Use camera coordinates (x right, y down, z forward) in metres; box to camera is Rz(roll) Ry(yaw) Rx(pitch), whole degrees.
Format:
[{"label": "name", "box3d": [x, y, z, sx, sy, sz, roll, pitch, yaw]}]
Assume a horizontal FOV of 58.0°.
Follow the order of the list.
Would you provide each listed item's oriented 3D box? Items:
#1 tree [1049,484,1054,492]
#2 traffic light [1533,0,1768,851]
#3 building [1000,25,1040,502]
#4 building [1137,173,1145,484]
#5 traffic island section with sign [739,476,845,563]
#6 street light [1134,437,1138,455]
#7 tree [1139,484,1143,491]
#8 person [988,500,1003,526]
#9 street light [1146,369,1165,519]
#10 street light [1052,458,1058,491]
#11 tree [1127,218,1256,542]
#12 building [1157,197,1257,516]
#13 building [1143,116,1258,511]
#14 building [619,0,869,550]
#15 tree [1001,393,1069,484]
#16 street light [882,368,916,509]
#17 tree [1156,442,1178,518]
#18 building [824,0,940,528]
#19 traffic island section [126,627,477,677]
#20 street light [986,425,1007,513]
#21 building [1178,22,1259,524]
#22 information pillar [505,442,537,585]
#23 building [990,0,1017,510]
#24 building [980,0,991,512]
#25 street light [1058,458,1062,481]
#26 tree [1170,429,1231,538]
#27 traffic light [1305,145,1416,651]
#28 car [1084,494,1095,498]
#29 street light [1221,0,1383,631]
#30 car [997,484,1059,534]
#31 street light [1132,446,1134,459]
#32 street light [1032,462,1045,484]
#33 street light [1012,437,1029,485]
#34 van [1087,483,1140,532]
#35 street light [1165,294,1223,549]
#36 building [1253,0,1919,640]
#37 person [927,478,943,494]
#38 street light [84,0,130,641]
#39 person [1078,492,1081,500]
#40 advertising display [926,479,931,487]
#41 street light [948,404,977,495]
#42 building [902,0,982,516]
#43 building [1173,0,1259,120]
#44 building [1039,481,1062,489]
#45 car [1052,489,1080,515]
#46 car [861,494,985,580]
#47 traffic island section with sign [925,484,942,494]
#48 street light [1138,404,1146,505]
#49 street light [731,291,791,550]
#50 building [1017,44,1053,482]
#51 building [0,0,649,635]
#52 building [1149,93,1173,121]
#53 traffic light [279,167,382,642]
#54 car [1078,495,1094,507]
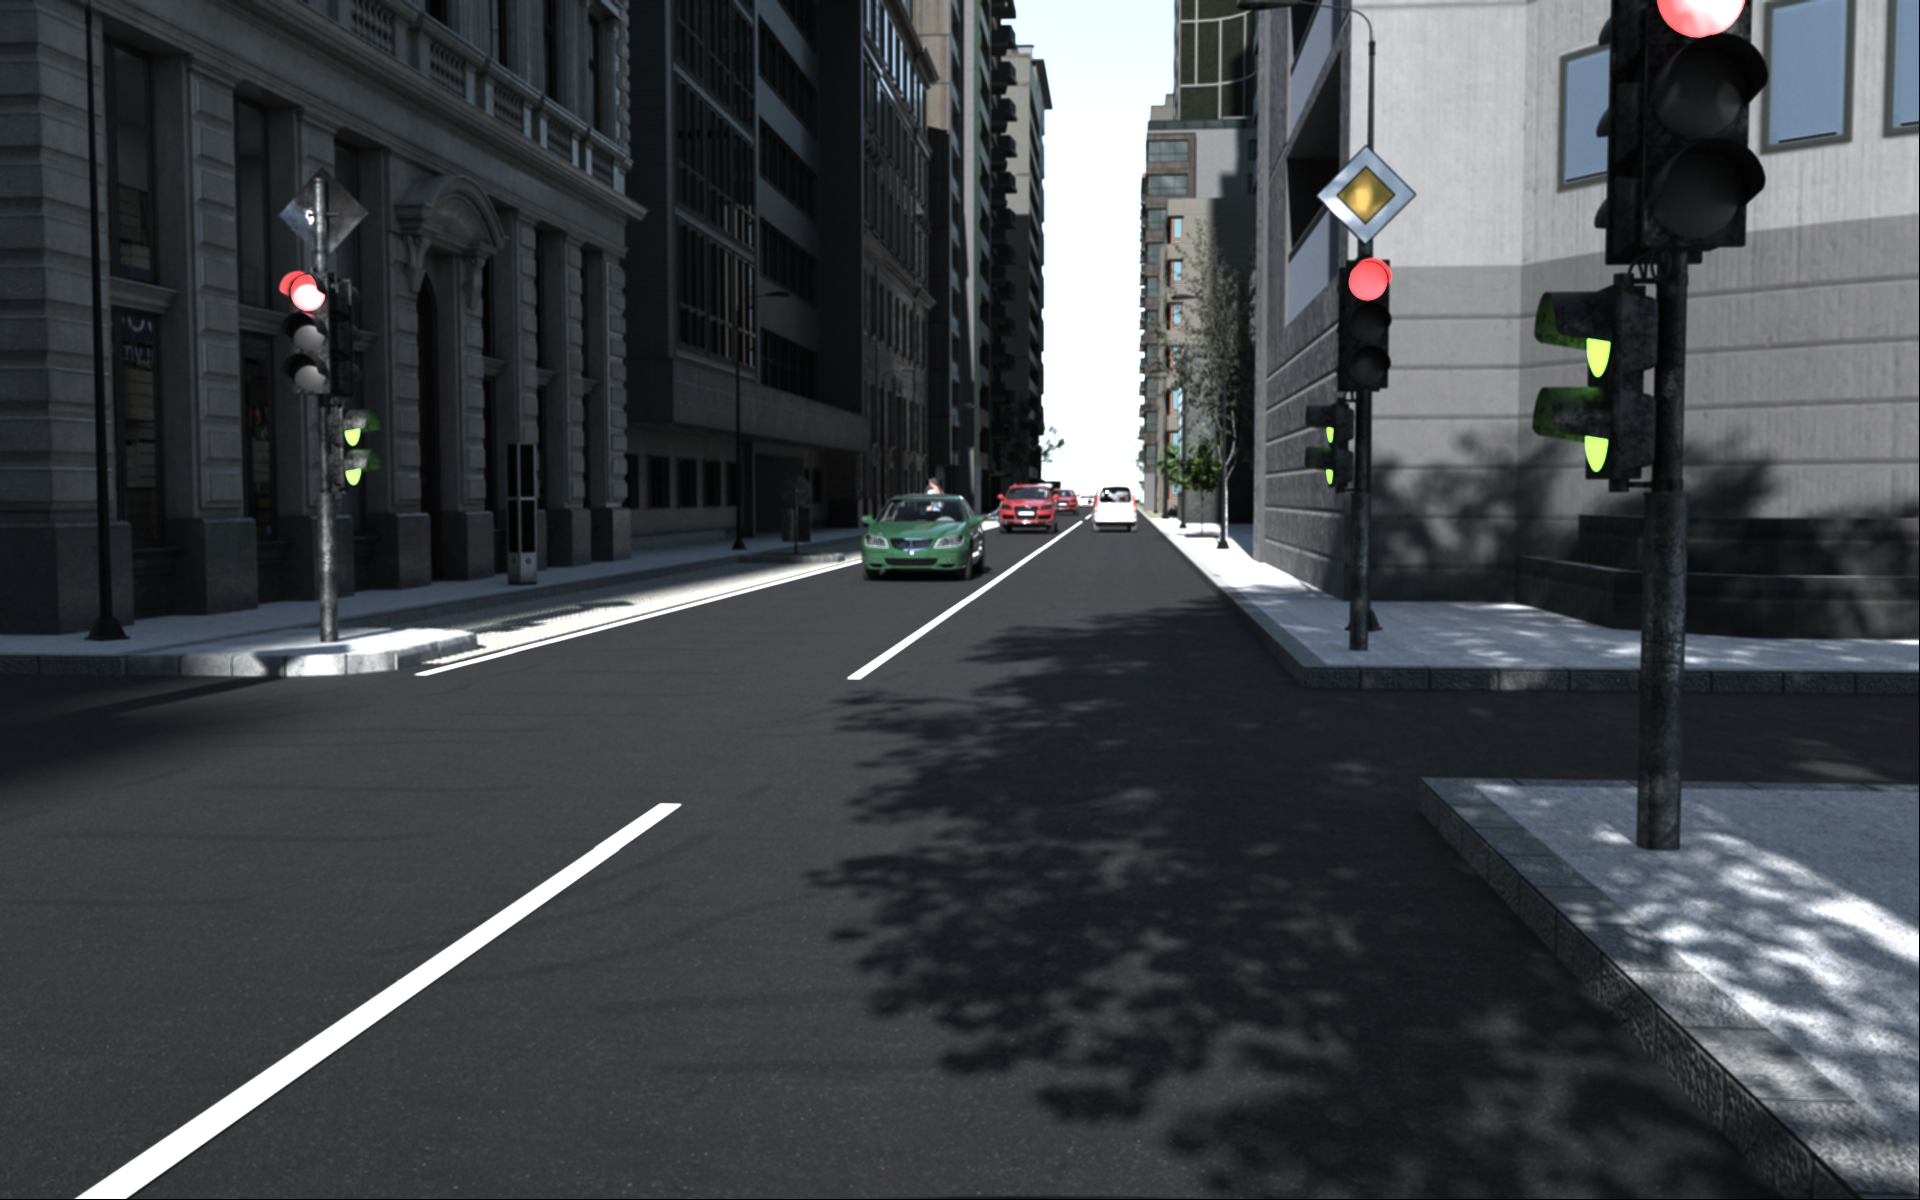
[{"label": "tree", "box3d": [13.608, -15.582, 249.369, 1.663, 3.219, 1.824, 0, 3, 0]}, {"label": "traffic light", "box3d": [2.520, -1.056, 6.186, 0.839, 4.253, 0.868, 0, 4, 5]}, {"label": "building", "box3d": [-2.694, -34.313, 184.719, 21.300, 48.544, 21.600, 0, 4, 5]}, {"label": "building", "box3d": [34.920, -35.245, 230.882, 22.147, 44.769, 28.867, 0, 4, 5]}, {"label": "traffic island section with sign", "box3d": [-3.496, -1.711, 36.598, 1.989, 1.847, 2.006, 0, 4, 5]}, {"label": "street light", "box3d": [12.655, -8.814, 116.650, 1.470, 5.913, 1.316, 0, 4, 5]}, {"label": "tree", "box3d": [19.147, -11.103, 176.138, 1.663, 3.219, 1.824, 0, 3, 0]}, {"label": "person", "box3d": [1.761, -3.949, 78.559, 1.012, 1.151, 0.738, -2, 4, -27]}, {"label": "street light", "box3d": [7.770, -5.619, 64.411, 1.470, 5.913, 1.316, 0, 4, 5]}, {"label": "street light", "box3d": [10.191, -13.810, 198.329, 1.470, 5.913, 1.316, 0, 4, 5]}, {"label": "tree", "box3d": [6.959, -5.840, 45.851, 4.360, 8.622, 3.978, 0, 3, 0]}, {"label": "building", "box3d": [27.246, -16.496, 114.750, 27.650, 21.520, 28.899, 0, 4, 5]}, {"label": "building", "box3d": [21.585, -22.315, 136.558, 14.160, 30.474, 14.107, 0, 4, 5]}, {"label": "building", "box3d": [-11.783, -14.127, 50.051, 14.314, 24.678, 30.058, 0, 4, 5]}, {"label": "tree", "box3d": [5.990, -13.736, 158.989, 8.767, 10.594, 7.601, 1, 4, 9]}, {"label": "street light", "box3d": [-2.317, -5.604, 64.164, 1.470, 5.913, 1.316, 0, 4, 5]}, {"label": "tree", "box3d": [12.398, -6.820, 95.214, 4.285, 4.588, 4.351, 0, 3, 0]}, {"label": "building", "box3d": [-8.349, -17.128, 77.300, 12.463, 27.353, 25.104, 0, 4, 5]}, {"label": "traffic island section", "box3d": [-5.503, 0.441, 15.069, 2.009, 0.180, 2.903, 0, 4, 5]}, {"label": "street light", "box3d": [2.472, -8.812, 116.621, 1.470, 5.913, 1.316, 0, 4, 5]}, {"label": "building", "box3d": [20.452, -46.118, 66.693, 22.319, 86.520, 31.000, 0, 4, 5]}, {"label": "information pillar", "box3d": [-6.195, -1.222, 24.475, 0.304, 2.012, 0.304, 3, 5, 41]}, {"label": "building", "box3d": [-6.856, -29.732, 140.746, 22.147, 44.769, 28.867, 0, 4, 5]}, {"label": "building", "box3d": [-9.374, -30.075, 115.424, 21.300, 48.544, 21.600, 0, 4, 5]}, {"label": "street light", "box3d": [12.381, -15.283, 222.418, 1.470, 5.913, 1.316, 0, 4, 5]}, {"label": "tree", "box3d": [7.149, -3.459, 51.161, 1.663, 3.219, 1.824, 0, 3, 0]}, {"label": "traffic light", "box3d": [3.261, -1.542, 14.136, 0.839, 4.253, 0.868, 0, 4, 5]}, {"label": "car", "box3d": [16.702, -13.000, 224.349, 2.131, 1.459, 4.920, 0, 4, 5]}, {"label": "street light", "box3d": [3.277, -2.673, 16.243, 1.470, 5.913, 1.316, 0, 4, 5]}, {"label": "car", "box3d": [2.567, -3.405, 64.347, 2.281, 1.827, 5.304, 0, 4, 5]}, {"label": "street light", "box3d": [14.994, -10.310, 141.113, 1.470, 5.913, 1.316, 0, 4, 5]}, {"label": "street light", "box3d": [7.872, -12.329, 174.123, 1.470, 5.913, 1.316, 0, 4, 5]}, {"label": "street light", "box3d": [4.788, -10.285, 140.698, 1.470, 5.913, 1.316, 0, 4, 5]}, {"label": "van", "box3d": [5.878, -3.618, 66.160, 2.013, 2.044, 4.112, 0, 4, 3]}, {"label": "street light", "box3d": [5.604, -4.145, 40.320, 1.470, 5.913, 1.316, 0, 4, 5]}, {"label": "building", "box3d": [18.951, -29.366, 22.138, 28.212, 58.520, 21.231, 0, 4, 5]}, {"label": "person", "box3d": [-0.543, -1.936, 40.240, 0.616, 1.811, 0.778, -3, 4, -38]}, {"label": "street light", "box3d": [-6.997, -2.601, 15.065, 1.470, 5.913, 1.316, 0, 4, 5]}, {"label": "person", "box3d": [17.047, -14.528, 246.697, 0.551, 1.740, 0.621, -3, 5, -42]}, {"label": "advertising display", "box3d": [-1.374, -4.333, 76.065, 0.123, 1.923, 0.974, 0, 4, 4]}, {"label": "street light", "box3d": [0.222, -7.278, 91.540, 1.470, 5.913, 1.316, 0, 4, 5]}, {"label": "building", "box3d": [-6.346, -25.293, 97.128, 14.154, 41.232, 14.086, 0, 4, 5]}, {"label": "building", "box3d": [27.061, -43.667, 152.208, 20.563, 71.187, 20.611, 0, 4, 5]}, {"label": "building", "box3d": [-2.393, -33.264, 235.740, 32.217, 40.220, 23.993, 0, 4, 5]}, {"label": "car", "box3d": [7.100, -6.752, 119.070, 2.281, 1.827, 5.304, 0, 4, 4]}, {"label": "car", "box3d": [-0.586, -1.132, 30.303, 2.131, 1.459, 4.920, 0, 4, 5]}, {"label": "traffic island section with sign", "box3d": [-0.955, -3.375, 63.804, 1.989, 1.847, 2.006, 0, 4, 5]}, {"label": "street light", "box3d": [10.311, -7.293, 91.784, 1.470, 5.913, 1.316, 0, 4, 5]}, {"label": "street light", "box3d": [-4.572, -4.116, 39.833, 1.470, 5.913, 1.316, 0, 4, 5]}, {"label": "building", "box3d": [-3.635, -37.947, 209.666, 28.713, 52.752, 27.495, 0, 4, 5]}, {"label": "building", "box3d": [-12.099, -11.974, 24.652, 11.050, 23.489, 19.941, 0, 4, 5]}, {"label": "building", "box3d": [33.019, -35.593, 205.647, 21.300, 48.544, 21.600, 0, 4, 5]}, {"label": "traffic light", "box3d": [-5.464, -1.591, 14.930, 0.839, 4.253, 0.868, 0, 4, 5]}, {"label": "car", "box3d": [14.294, -11.204, 195.548, 2.083, 1.381, 4.827, 0, 4, 5]}]
